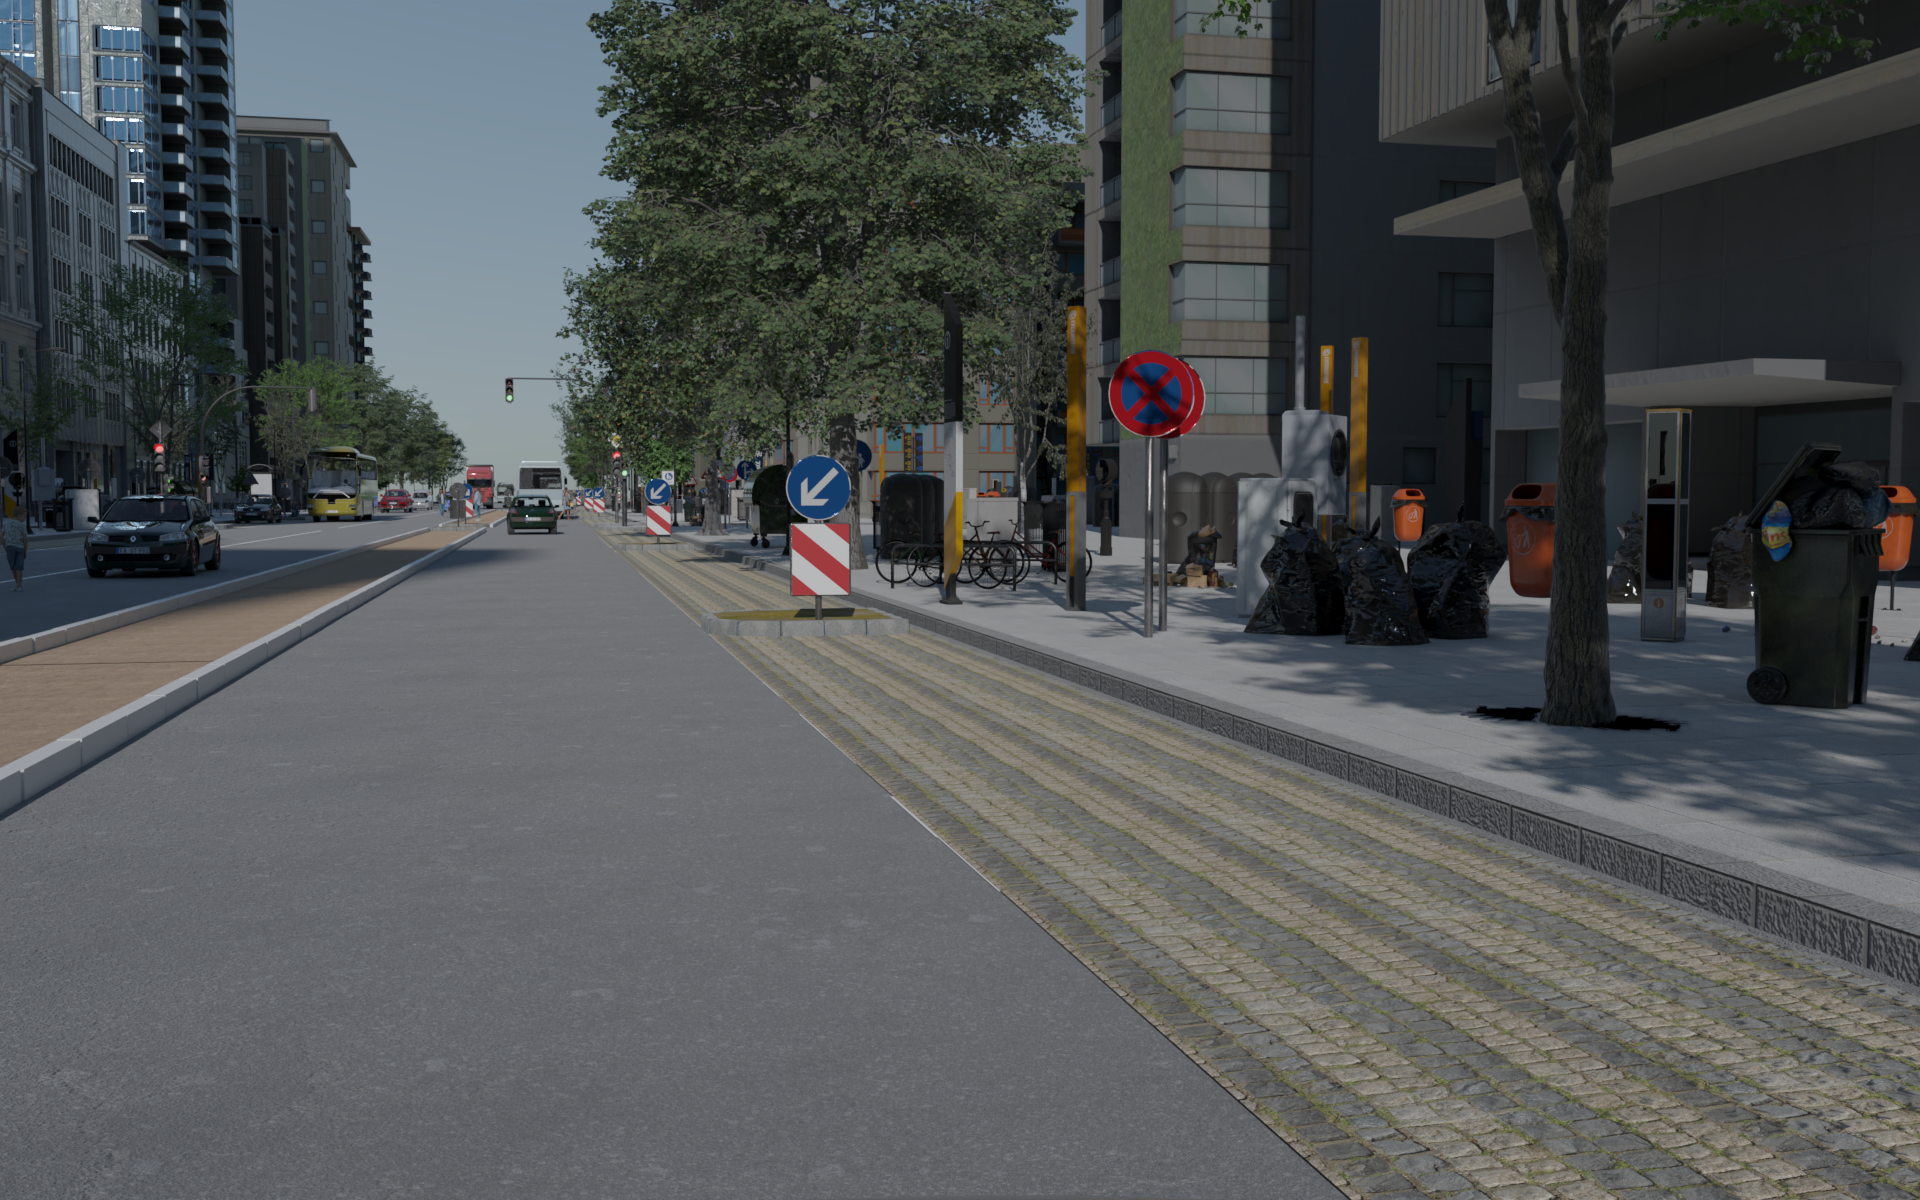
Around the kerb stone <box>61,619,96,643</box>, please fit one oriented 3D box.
[{"bbox_3d":[-8.695,0.318,16.990,0.120,0.150,1.000,-1,4,-13],"label":"kerb stone"}]

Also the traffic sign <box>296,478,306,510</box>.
[{"bbox_3d":[-53.619,-8.610,140.881,0.768,2.556,0.104,0,4,-4],"label":"traffic sign"}]

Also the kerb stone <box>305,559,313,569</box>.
[{"bbox_3d":[-12.473,-0.656,32.927,0.120,0.150,1.000,-1,4,-13],"label":"kerb stone"}]

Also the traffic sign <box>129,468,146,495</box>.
[{"bbox_3d":[-39.552,-5.088,83.289,0.768,2.556,0.104,0,4,-7],"label":"traffic sign"}]

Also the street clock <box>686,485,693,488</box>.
[{"bbox_3d":[-18.553,-6.978,118.654,0.471,2.002,0.358,-1,4,-10],"label":"street clock"}]

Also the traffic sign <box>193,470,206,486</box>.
[{"bbox_3d":[-41.155,-5.717,93.479,0.884,2.594,0.081,0,4,-8],"label":"traffic sign"}]

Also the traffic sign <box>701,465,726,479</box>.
[{"bbox_3d":[-8.814,-3.785,61.881,0.884,2.594,0.081,0,4,-6],"label":"traffic sign"}]

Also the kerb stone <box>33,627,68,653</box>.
[{"bbox_3d":[-8.462,0.384,15.995,0.120,0.150,1.000,-1,4,-13],"label":"kerb stone"}]

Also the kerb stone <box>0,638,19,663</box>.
[{"bbox_3d":[-8.241,0.440,14.997,0.120,0.150,1.000,-1,4,-13],"label":"kerb stone"}]

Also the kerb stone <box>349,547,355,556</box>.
[{"bbox_3d":[-14.126,-1.084,39.917,0.120,0.150,1.000,-1,4,-13],"label":"kerb stone"}]

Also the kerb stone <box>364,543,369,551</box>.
[{"bbox_3d":[-14.831,-1.267,42.915,0.120,0.150,1.000,-1,4,-13],"label":"kerb stone"}]

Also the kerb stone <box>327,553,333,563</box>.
[{"bbox_3d":[-13.177,-0.840,35.926,0.120,0.150,1.000,-1,4,-13],"label":"kerb stone"}]

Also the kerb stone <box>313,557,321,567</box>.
[{"bbox_3d":[-12.706,-0.718,33.931,0.120,0.150,1.000,-1,4,-13],"label":"kerb stone"}]

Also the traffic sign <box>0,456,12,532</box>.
[{"bbox_3d":[-32.272,-3.556,58.245,0.768,2.556,0.104,0,4,-6],"label":"traffic sign"}]

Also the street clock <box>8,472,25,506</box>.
[{"bbox_3d":[-31.510,-3.263,57.923,0.358,2.002,0.471,2,4,25],"label":"street clock"}]

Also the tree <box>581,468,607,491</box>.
[{"bbox_3d":[-45.047,-14.082,213.956,4.285,4.588,4.351,0,3,0],"label":"tree"}]

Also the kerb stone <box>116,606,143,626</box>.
[{"bbox_3d":[-9.168,0.197,18.980,0.120,0.150,1.000,-1,4,-13],"label":"kerb stone"}]

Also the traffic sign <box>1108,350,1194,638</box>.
[{"bbox_3d":[1.688,-0.937,15.423,0.768,2.556,0.104,0,4,-6],"label":"traffic sign"}]

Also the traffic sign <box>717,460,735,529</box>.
[{"bbox_3d":[-8.611,-3.877,63.491,0.768,2.556,0.104,-1,4,-9],"label":"traffic sign"}]

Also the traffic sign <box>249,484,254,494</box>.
[{"bbox_3d":[-46.705,-6.956,113.837,0.768,2.556,0.104,0,4,-6],"label":"traffic sign"}]

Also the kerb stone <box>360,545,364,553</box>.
[{"bbox_3d":[-14.598,-1.206,41.919,0.120,0.150,1.000,-1,4,-13],"label":"kerb stone"}]

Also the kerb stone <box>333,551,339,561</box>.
[{"bbox_3d":[-13.413,-0.899,36.921,0.120,0.150,1.000,-1,4,-13],"label":"kerb stone"}]

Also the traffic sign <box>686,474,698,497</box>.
[{"bbox_3d":[-15.826,-6.224,101.773,0.884,2.594,0.081,0,4,-5],"label":"traffic sign"}]

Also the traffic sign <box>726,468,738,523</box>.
[{"bbox_3d":[-10.220,-4.685,76.699,0.768,2.556,0.104,-1,4,-13],"label":"traffic sign"}]

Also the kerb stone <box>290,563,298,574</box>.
[{"bbox_3d":[-12.000,-0.535,30.937,0.120,0.150,1.000,-1,4,-13],"label":"kerb stone"}]

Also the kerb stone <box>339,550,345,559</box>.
[{"bbox_3d":[-13.650,-0.961,37.916,0.120,0.150,1.000,-1,4,-13],"label":"kerb stone"}]

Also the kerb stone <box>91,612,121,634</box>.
[{"bbox_3d":[-8.932,0.260,17.985,0.120,0.150,1.000,-1,4,-13],"label":"kerb stone"}]

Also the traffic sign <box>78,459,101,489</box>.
[{"bbox_3d":[-31.298,-3.802,62.264,0.768,2.556,0.104,-1,4,-11],"label":"traffic sign"}]

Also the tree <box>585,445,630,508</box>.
[{"bbox_3d":[-30.342,-12.513,154.949,4.360,8.622,3.978,0,3,0],"label":"tree"}]

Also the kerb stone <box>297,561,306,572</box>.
[{"bbox_3d":[-12.242,-0.588,31.931,0.120,0.150,1.000,-1,4,-13],"label":"kerb stone"}]

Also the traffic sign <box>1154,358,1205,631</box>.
[{"bbox_3d":[1.897,-0.980,16.125,0.768,2.556,0.104,-1,4,-12],"label":"traffic sign"}]

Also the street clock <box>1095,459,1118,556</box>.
[{"bbox_3d":[3.030,-1.915,35.880,0.358,2.002,0.471,-2,4,-32],"label":"street clock"}]

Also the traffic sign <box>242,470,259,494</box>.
[{"bbox_3d":[-38.894,-5.808,94.966,0.884,2.594,0.081,-1,4,-11],"label":"traffic sign"}]

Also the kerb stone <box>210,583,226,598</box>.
[{"bbox_3d":[-10.350,-0.103,23.963,0.120,0.150,1.000,-1,4,-13],"label":"kerb stone"}]

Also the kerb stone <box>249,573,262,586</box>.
[{"bbox_3d":[-11.053,-0.291,26.959,0.120,0.150,1.000,-1,4,-13],"label":"kerb stone"}]

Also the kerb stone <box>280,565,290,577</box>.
[{"bbox_3d":[-11.760,-0.474,29.943,0.120,0.150,1.000,-1,4,-13],"label":"kerb stone"}]

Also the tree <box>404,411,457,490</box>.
[{"bbox_3d":[-72.900,-19.523,237.325,7.486,12.596,7.792,0,3,0],"label":"tree"}]

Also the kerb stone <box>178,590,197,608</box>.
[{"bbox_3d":[-9.872,0.014,21.965,0.120,0.150,1.000,-1,4,-13],"label":"kerb stone"}]

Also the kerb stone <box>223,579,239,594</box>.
[{"bbox_3d":[-10.581,-0.169,24.959,0.120,0.150,1.000,-1,4,-13],"label":"kerb stone"}]

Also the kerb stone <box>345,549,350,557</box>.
[{"bbox_3d":[-13.891,-1.020,38.922,0.120,0.150,1.000,-1,4,-13],"label":"kerb stone"}]

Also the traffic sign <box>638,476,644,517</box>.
[{"bbox_3d":[-17.947,-5.878,98.235,0.606,2.300,0.079,-1,4,-9],"label":"traffic sign"}]

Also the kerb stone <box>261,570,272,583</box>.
[{"bbox_3d":[-11.291,-0.349,27.953,0.120,0.150,1.000,-1,4,-13],"label":"kerb stone"}]

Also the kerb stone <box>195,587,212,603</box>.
[{"bbox_3d":[-10.116,-0.047,22.966,0.120,0.150,1.000,-1,4,-13],"label":"kerb stone"}]

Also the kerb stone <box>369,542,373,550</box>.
[{"bbox_3d":[-15.073,-1.328,43.908,0.120,0.150,1.000,-1,4,-13],"label":"kerb stone"}]

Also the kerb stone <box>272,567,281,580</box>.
[{"bbox_3d":[-11.529,-0.413,28.947,0.120,0.150,1.000,-1,4,-13],"label":"kerb stone"}]

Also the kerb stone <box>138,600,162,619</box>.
[{"bbox_3d":[-9.405,0.136,19.974,0.120,0.150,1.000,-1,4,-13],"label":"kerb stone"}]

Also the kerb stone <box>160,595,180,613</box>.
[{"bbox_3d":[-9.644,0.077,20.968,0.120,0.150,1.000,-1,4,-13],"label":"kerb stone"}]

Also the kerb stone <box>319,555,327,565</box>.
[{"bbox_3d":[-12.940,-0.776,34.926,0.120,0.150,1.000,-1,4,-13],"label":"kerb stone"}]

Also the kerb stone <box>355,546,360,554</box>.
[{"bbox_3d":[-14.358,-1.145,40.917,0.120,0.150,1.000,-1,4,-13],"label":"kerb stone"}]

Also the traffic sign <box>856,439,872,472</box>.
[{"bbox_3d":[-2.431,-2.460,40.332,0.768,2.556,0.104,-1,4,-12],"label":"traffic sign"}]

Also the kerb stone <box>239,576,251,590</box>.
[{"bbox_3d":[-10.810,-0.230,25.955,0.120,0.150,1.000,-1,4,-13],"label":"kerb stone"}]

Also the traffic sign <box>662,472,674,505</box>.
[{"bbox_3d":[-12.904,-4.568,76.821,0.606,2.300,0.079,0,4,-5],"label":"traffic sign"}]

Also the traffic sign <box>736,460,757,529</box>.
[{"bbox_3d":[-7.903,-3.924,64.257,0.768,2.556,0.104,0,4,-6],"label":"traffic sign"}]
